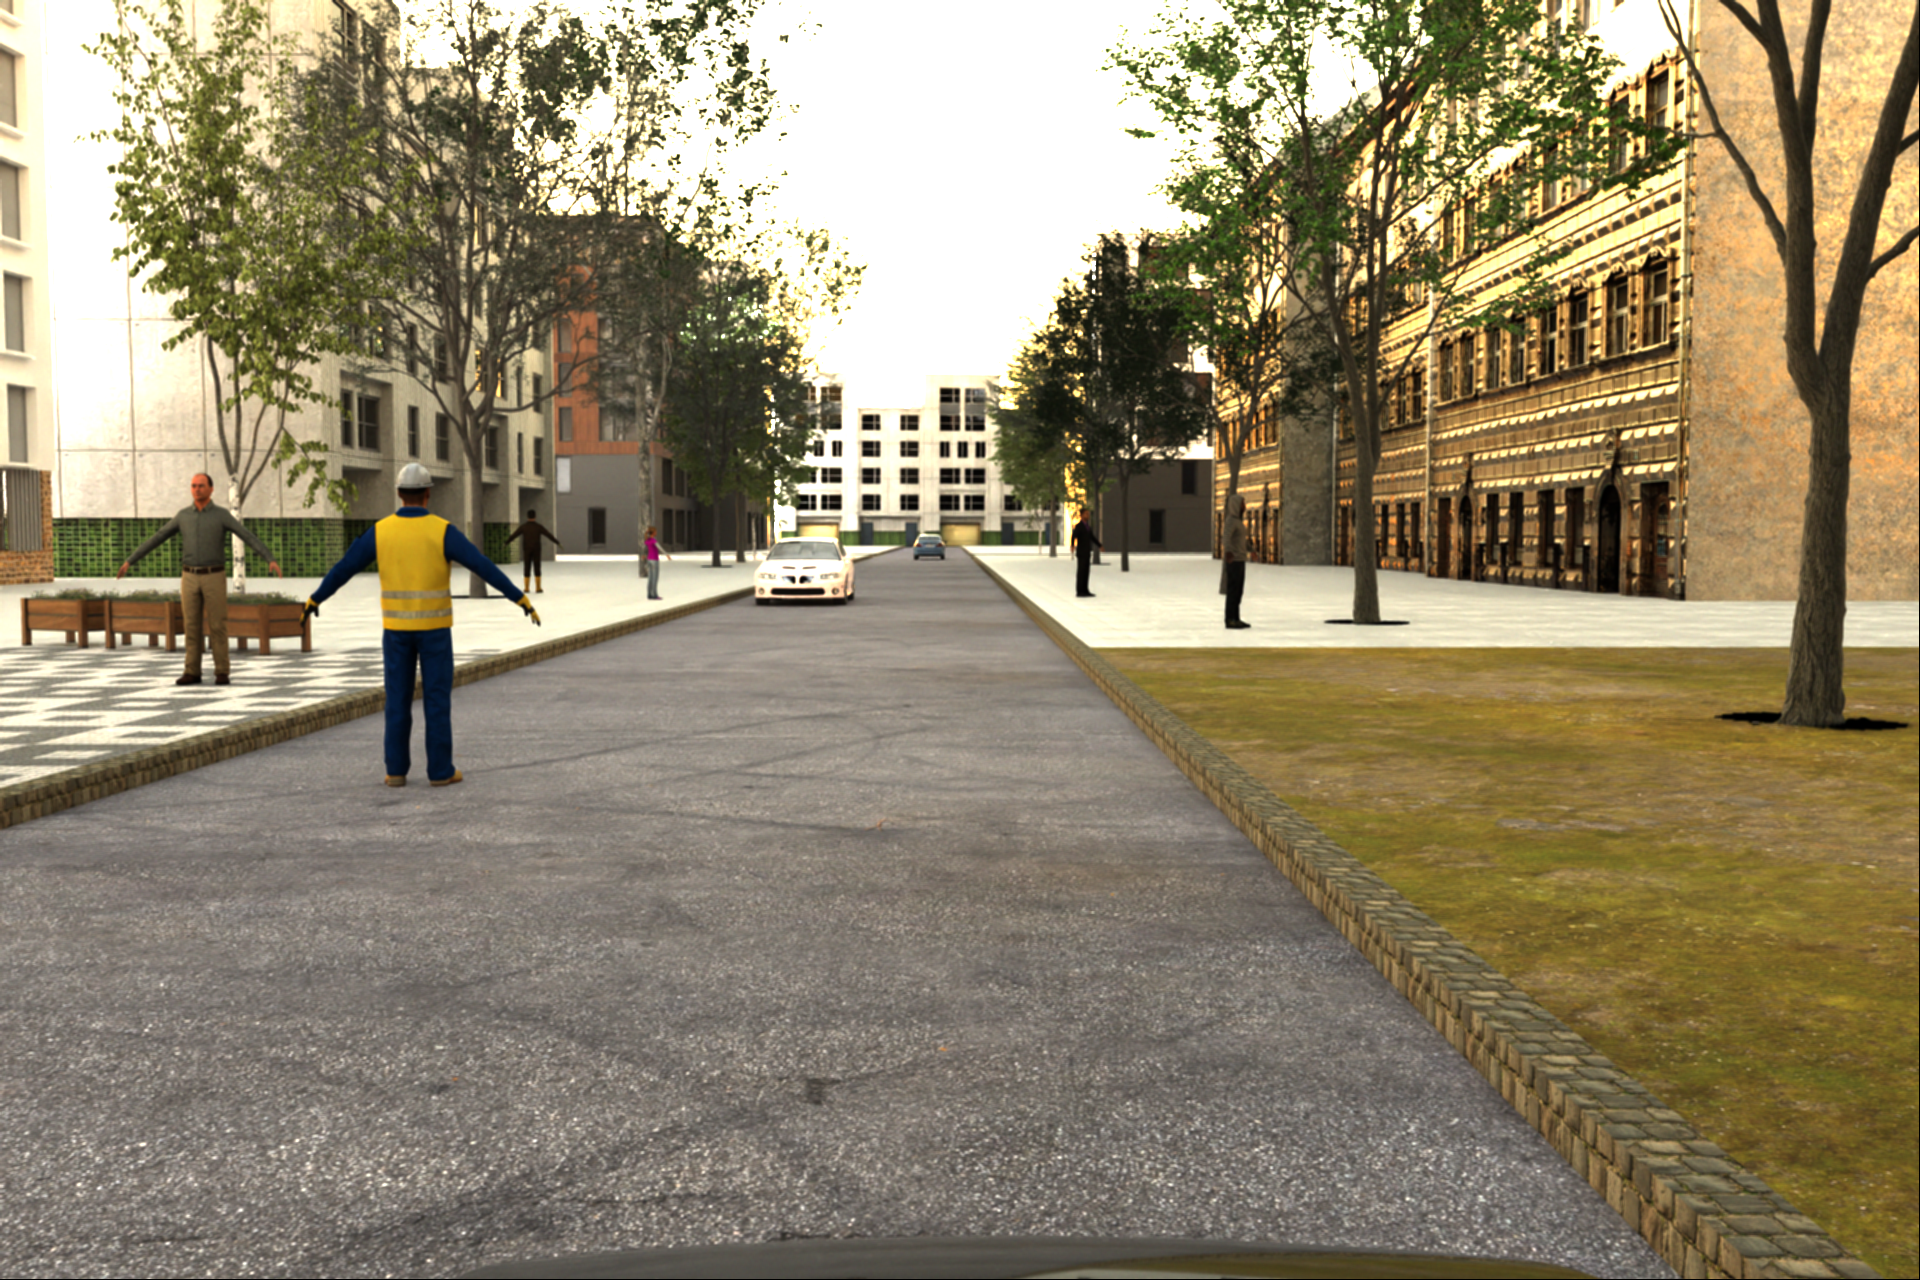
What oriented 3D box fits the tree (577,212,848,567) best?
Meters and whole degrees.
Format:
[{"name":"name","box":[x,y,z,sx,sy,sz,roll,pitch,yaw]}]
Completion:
[{"name":"tree","box":[-9.404,-9.560,66.671,12.009,13.543,11.850,0,3,0]}]

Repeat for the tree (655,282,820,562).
[{"name":"tree","box":[-10.388,-9.805,78.437,7.486,12.596,7.792,0,3,0]}]

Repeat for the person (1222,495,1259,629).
[{"name":"person","box":[3.784,-1.068,23.596,0.705,1.813,1.348,2,4,25]}]

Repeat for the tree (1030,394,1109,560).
[{"name":"tree","box":[5.577,-8.226,84.854,4.360,8.622,3.978,0,3,0]}]

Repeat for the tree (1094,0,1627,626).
[{"name":"tree","box":[5.763,-6.041,24.528,9.928,11.665,9.643,0,3,0]}]

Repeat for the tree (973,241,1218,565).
[{"name":"tree","box":[5.750,-9.896,72.164,12.009,13.543,11.850,0,3,0]}]

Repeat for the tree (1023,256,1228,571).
[{"name":"tree","box":[5.386,-7.623,59.048,7.601,10.594,8.767,-3,4,-36]}]

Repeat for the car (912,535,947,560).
[{"name":"car","box":[-1.726,-5.268,98.138,2.014,1.417,4.499,0,4,0]}]

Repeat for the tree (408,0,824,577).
[{"name":"tree","box":[-10.388,-11.852,49.666,12.611,20.169,13.585,0,3,0]}]

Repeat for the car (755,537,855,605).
[{"name":"car","box":[-3.222,-1.477,36.505,2.083,1.381,4.827,0,4,0]}]

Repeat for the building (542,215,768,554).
[{"name":"building","box":[-30.029,-17.340,127.486,27.936,21.610,32.646,0,4,1]}]

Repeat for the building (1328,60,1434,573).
[{"name":"building","box":[24.335,-14.022,60.183,19.493,23.208,18.063,0,4,0]}]

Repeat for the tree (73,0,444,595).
[{"name":"tree","box":[-9.008,-4.371,21.832,4.737,8.622,4.395,0,3,0]}]

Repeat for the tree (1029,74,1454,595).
[{"name":"tree","box":[5.618,-6.222,36.143,8.767,10.594,7.601,0,4,2]}]

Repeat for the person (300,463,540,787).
[{"name":"person","box":[-3.098,-0.090,9.902,1.349,1.833,0.705,0,4,-5]}]

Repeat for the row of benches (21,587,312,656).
[{"name":"row of benches","box":[-8.840,-0.234,19.295,4.104,0.672,1.422,2,4,27]}]

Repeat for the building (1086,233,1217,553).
[{"name":"building","box":[23.492,-17.751,134.199,27.936,21.610,32.646,0,4,0]}]

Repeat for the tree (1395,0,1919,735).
[{"name":"tree","box":[5.693,-5.225,11.185,9.928,11.665,9.643,0,3,0]}]

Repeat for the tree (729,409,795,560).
[{"name":"tree","box":[-10.263,-8.351,86.897,4.737,8.622,4.395,0,3,0]}]

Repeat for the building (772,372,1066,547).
[{"name":"building","box":[-5.161,-20.087,197.338,31.486,18.905,16.747,-1,4,-9]}]

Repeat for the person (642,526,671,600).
[{"name":"person","box":[-5.965,-1.510,33.948,0.599,1.433,0.991,-3,5,-42]}]

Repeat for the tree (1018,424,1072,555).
[{"name":"tree","box":[4.724,-9.459,105.009,4.360,8.622,3.978,0,3,0]}]

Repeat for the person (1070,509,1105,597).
[{"name":"person","box":[2.559,-1.788,35.465,0.704,1.802,1.346,2,4,32]}]

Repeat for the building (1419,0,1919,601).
[{"name":"building","box":[23.035,-12.879,41.498,19.493,23.208,18.063,0,3,0]}]

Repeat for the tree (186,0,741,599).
[{"name":"tree","box":[-9.609,-7.567,34.093,12.009,13.543,11.850,0,3,0]}]

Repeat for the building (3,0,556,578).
[{"name":"building","box":[-27.300,-12.198,65.903,16.747,18.905,31.486,0,4,-1]}]

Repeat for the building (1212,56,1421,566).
[{"name":"building","box":[22.211,-15.154,78.701,19.493,23.208,18.063,0,4,0]}]

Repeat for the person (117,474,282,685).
[{"name":"person","box":[-6.462,-0.521,14.787,1.348,1.796,0.705,0,4,-6]}]

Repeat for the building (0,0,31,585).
[{"name":"building","box":[-28.789,-10.765,32.429,16.016,20.090,11.380,0,4,-1]}]

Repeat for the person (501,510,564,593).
[{"name":"person","box":[-9.356,-1.942,37.886,1.346,1.812,0.704,0,4,-7]}]

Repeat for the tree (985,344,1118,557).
[{"name":"tree","box":[4.837,-10.936,96.933,7.486,12.596,7.792,0,3,0]}]

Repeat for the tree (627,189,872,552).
[{"name":"tree","box":[-11.642,-14.705,96.312,12.611,20.169,13.585,0,3,0]}]
